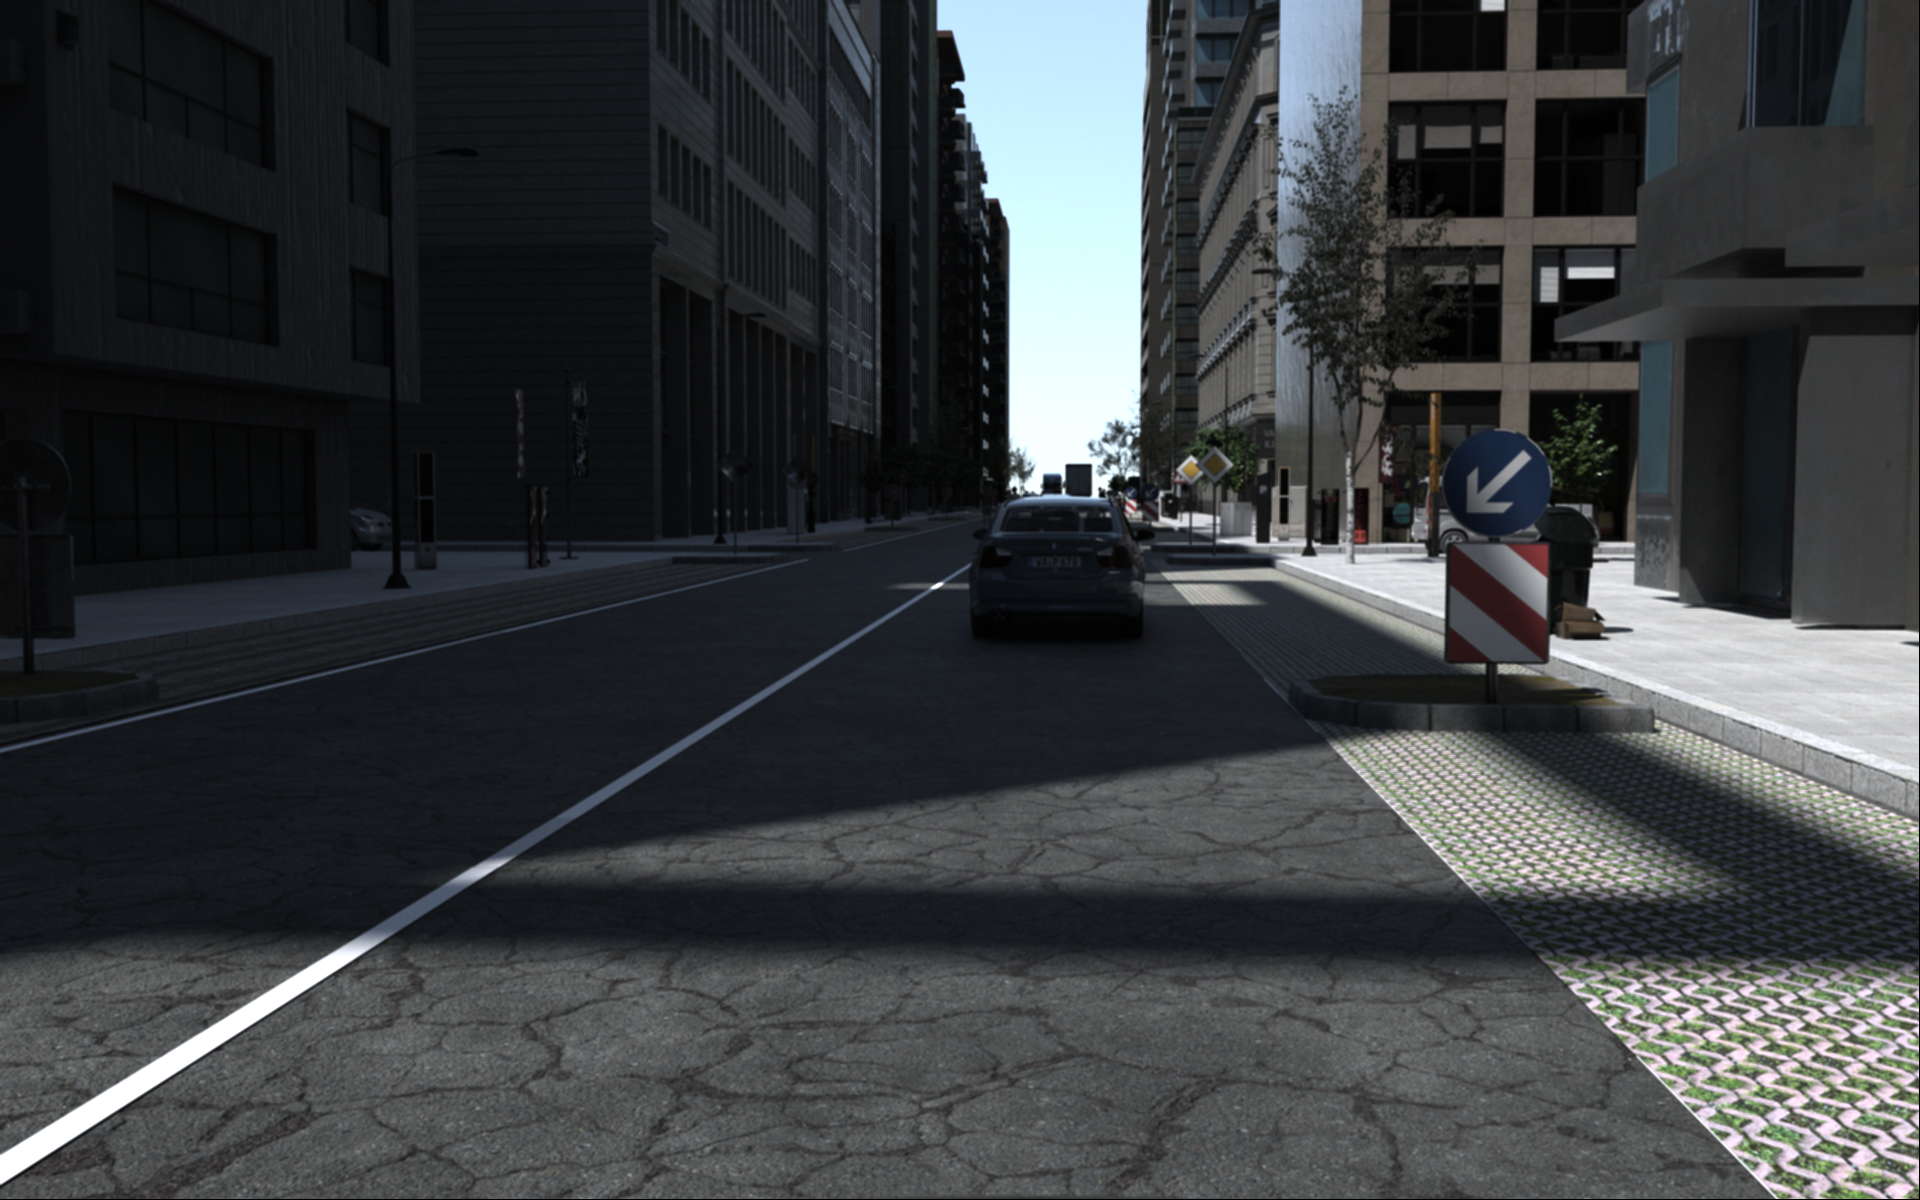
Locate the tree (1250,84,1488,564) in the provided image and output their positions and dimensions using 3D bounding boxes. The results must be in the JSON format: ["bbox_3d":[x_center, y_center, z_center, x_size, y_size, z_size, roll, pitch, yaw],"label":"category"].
[{"bbox_3d":[7.196,-4.958,31.429,4.360,8.622,3.978,0,3,0],"label":"tree"}]

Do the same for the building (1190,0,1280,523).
[{"bbox_3d":[22.534,-19.512,95.432,17.030,29.872,44.131,0,4,4],"label":"building"}]

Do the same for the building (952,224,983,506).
[{"bbox_3d":[-4.969,-25.242,184.401,14.160,30.474,14.107,0,4,4],"label":"building"}]

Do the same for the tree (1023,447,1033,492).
[{"bbox_3d":[5.813,-16.016,212.224,4.737,8.622,4.395,0,3,0],"label":"tree"}]

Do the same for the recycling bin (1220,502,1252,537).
[{"bbox_3d":[8.380,-2.450,52.605,0.722,1.027,0.722,-2,4,-24],"label":"recycling bin"}]

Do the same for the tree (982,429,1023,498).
[{"bbox_3d":[3.973,-14.930,194.465,4.737,8.622,4.395,0,3,0],"label":"tree"}]

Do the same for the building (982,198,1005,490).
[{"bbox_3d":[-4.985,-36.416,250.026,22.147,44.769,28.867,0,4,4],"label":"building"}]

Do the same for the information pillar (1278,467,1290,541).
[{"bbox_3d":[8.894,-2.632,47.522,0.304,2.012,0.304,1,4,11],"label":"information pillar"}]

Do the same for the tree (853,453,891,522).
[{"bbox_3d":[-3.905,-5.292,81.125,1.663,3.219,1.824,0,3,0],"label":"tree"}]

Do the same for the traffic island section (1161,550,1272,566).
[{"bbox_3d":[5.292,-0.835,35.926,2.009,0.180,2.903,0,4,4],"label":"traffic island section"}]

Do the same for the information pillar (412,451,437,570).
[{"bbox_3d":[-9.119,-1.530,29.506,0.304,2.012,0.304,-2,4,-31],"label":"information pillar"}]

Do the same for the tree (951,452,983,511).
[{"bbox_3d":[-1.650,-7.909,113.018,4.285,4.588,4.351,0,3,0],"label":"tree"}]

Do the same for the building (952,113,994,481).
[{"bbox_3d":[-7.963,-36.747,220.426,23.786,49.044,30.456,0,4,4],"label":"building"}]

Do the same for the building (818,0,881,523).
[{"bbox_3d":[-11.082,-16.381,85.845,12.078,24.808,19.932,0,4,4],"label":"building"}]

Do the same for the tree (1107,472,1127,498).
[{"bbox_3d":[23.848,-16.925,260.439,4.285,4.588,4.351,0,3,0],"label":"tree"}]

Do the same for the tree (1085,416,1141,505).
[{"bbox_3d":[19.276,-16.582,205.527,8.767,10.594,7.601,-3,5,-40],"label":"tree"}]

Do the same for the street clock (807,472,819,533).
[{"bbox_3d":[-4.958,-3.247,57.652,0.471,2.002,0.358,-3,5,-40],"label":"street clock"}]

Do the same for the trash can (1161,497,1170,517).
[{"bbox_3d":[11.555,-5.217,96.957,0.748,1.137,0.748,0,3,0],"label":"trash can"}]

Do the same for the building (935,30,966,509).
[{"bbox_3d":[-11.009,-31.087,162.893,22.147,44.769,28.867,0,4,4],"label":"building"}]

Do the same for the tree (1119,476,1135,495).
[{"bbox_3d":[18.152,-11.700,185.888,1.663,3.219,1.824,0,3,0],"label":"tree"}]

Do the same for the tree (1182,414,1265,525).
[{"bbox_3d":[10.843,-5.369,71.504,4.285,4.588,4.351,0,3,0],"label":"tree"}]

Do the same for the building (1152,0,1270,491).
[{"bbox_3d":[29.426,-32.655,153.520,23.786,49.044,30.456,0,4,4],"label":"building"}]

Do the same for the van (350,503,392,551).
[{"bbox_3d":[-15.926,-2.155,42.246,4.112,2.044,2.013,0,4,5],"label":"van"}]

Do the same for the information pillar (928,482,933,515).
[{"bbox_3d":[-1.809,-6.142,104.910,0.304,2.012,0.304,0,4,-1],"label":"information pillar"}]

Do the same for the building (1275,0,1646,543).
[{"bbox_3d":[27.943,-15.183,52.752,34.151,26.468,19.350,0,4,4],"label":"building"}]

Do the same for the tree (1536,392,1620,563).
[{"bbox_3d":[11.845,-2.346,32.957,1.663,3.219,1.824,0,3,0],"label":"tree"}]

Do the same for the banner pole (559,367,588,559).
[{"bbox_3d":[-7.573,-2.695,34.080,0.863,3.779,0.401,3,5,40],"label":"banner pole"}]

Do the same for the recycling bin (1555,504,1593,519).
[{"bbox_3d":[15.504,-1.909,43.774,0.722,1.027,0.722,0,4,-2],"label":"recycling bin"}]

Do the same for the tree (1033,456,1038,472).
[{"bbox_3d":[9.204,-18.730,256.589,4.737,8.622,4.395,0,3,0],"label":"tree"}]

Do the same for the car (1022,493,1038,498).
[{"bbox_3d":[5.542,-7.767,136.581,1.945,1.707,3.694,0,4,2],"label":"car"}]

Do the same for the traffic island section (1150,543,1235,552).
[{"bbox_3d":[5.862,-1.322,43.891,2.009,0.180,2.903,0,4,4],"label":"traffic island section"}]

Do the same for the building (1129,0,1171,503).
[{"bbox_3d":[34.101,-49.091,240.889,20.563,71.187,20.611,0,4,4],"label":"building"}]

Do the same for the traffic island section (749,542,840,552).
[{"bbox_3d":[-4.203,-1.366,44.613,2.009,0.180,2.903,0,4,4],"label":"traffic island section"}]

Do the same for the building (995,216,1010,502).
[{"bbox_3d":[0.546,-37.985,271.163,14.600,45.320,14.200,0,4,4],"label":"building"}]

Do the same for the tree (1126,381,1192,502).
[{"bbox_3d":[12.799,-9.893,112.113,4.360,8.622,3.978,0,3,0],"label":"tree"}]

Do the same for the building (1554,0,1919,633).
[{"bbox_3d":[18.080,-23.845,9.479,23.786,49.044,30.456,0,4,4],"label":"building"}]

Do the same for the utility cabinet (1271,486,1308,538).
[{"bbox_3d":[9.642,-2.556,50.471,1.173,1.500,0.318,3,5,45],"label":"utility cabinet"}]

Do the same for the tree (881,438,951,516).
[{"bbox_3d":[-3.194,-7.137,100.407,4.285,4.588,4.351,0,3,0],"label":"tree"}]

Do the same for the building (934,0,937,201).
[{"bbox_3d":[-9.323,-30.037,141.208,14.600,45.320,14.200,0,4,4],"label":"building"}]

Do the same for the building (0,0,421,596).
[{"bbox_3d":[-16.709,-15.572,26.298,14.107,30.474,14.160,0,4,4],"label":"building"}]

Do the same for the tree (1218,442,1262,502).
[{"bbox_3d":[10.292,-4.297,64.855,1.663,3.219,1.824,0,3,0],"label":"tree"}]

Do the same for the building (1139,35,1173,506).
[{"bbox_3d":[29.955,-34.029,180.078,21.300,48.544,21.600,0,4,4],"label":"building"}]

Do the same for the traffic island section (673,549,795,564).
[{"bbox_3d":[-4.773,-0.879,36.649,2.009,0.180,2.903,0,4,4],"label":"traffic island section"}]

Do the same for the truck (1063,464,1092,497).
[{"bbox_3d":[11.330,-10.837,166.099,2.839,4.237,11.283,0,4,3],"label":"truck"}]

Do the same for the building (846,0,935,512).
[{"bbox_3d":[-9.406,-27.109,126.819,14.154,41.232,14.086,0,4,4],"label":"building"}]

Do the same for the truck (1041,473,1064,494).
[{"bbox_3d":[12.103,-14.647,229.238,2.967,4.110,18.799,0,4,2],"label":"truck"}]

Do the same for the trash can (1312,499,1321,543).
[{"bbox_3d":[9.618,-2.095,45.904,0.748,1.137,0.748,0,3,0],"label":"trash can"}]

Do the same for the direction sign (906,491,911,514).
[{"bbox_3d":[-3.257,-7.186,109.495,0.876,3.537,0.379,-1,4,-12],"label":"direction sign"}]

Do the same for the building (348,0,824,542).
[{"bbox_3d":[-12.560,-17.334,60.908,11.434,29.767,29.804,0,4,4],"label":"building"}]

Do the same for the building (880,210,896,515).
[{"bbox_3d":[-10.841,-16.798,104.327,12.332,23.373,15.834,0,4,4],"label":"building"}]

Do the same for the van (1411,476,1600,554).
[{"bbox_3d":[12.556,-2.009,39.863,4.112,2.044,2.013,0,4,2],"label":"van"}]

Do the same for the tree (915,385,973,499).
[{"bbox_3d":[-1.044,-10.234,117.680,4.360,8.622,3.978,0,3,0],"label":"tree"}]

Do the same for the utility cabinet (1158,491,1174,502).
[{"bbox_3d":[13.924,-6.652,117.440,1.173,1.500,0.318,2,4,28],"label":"utility cabinet"}]

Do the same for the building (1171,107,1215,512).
[{"bbox_3d":[23.199,-22.051,132.234,14.160,30.474,14.107,0,4,4],"label":"building"}]
